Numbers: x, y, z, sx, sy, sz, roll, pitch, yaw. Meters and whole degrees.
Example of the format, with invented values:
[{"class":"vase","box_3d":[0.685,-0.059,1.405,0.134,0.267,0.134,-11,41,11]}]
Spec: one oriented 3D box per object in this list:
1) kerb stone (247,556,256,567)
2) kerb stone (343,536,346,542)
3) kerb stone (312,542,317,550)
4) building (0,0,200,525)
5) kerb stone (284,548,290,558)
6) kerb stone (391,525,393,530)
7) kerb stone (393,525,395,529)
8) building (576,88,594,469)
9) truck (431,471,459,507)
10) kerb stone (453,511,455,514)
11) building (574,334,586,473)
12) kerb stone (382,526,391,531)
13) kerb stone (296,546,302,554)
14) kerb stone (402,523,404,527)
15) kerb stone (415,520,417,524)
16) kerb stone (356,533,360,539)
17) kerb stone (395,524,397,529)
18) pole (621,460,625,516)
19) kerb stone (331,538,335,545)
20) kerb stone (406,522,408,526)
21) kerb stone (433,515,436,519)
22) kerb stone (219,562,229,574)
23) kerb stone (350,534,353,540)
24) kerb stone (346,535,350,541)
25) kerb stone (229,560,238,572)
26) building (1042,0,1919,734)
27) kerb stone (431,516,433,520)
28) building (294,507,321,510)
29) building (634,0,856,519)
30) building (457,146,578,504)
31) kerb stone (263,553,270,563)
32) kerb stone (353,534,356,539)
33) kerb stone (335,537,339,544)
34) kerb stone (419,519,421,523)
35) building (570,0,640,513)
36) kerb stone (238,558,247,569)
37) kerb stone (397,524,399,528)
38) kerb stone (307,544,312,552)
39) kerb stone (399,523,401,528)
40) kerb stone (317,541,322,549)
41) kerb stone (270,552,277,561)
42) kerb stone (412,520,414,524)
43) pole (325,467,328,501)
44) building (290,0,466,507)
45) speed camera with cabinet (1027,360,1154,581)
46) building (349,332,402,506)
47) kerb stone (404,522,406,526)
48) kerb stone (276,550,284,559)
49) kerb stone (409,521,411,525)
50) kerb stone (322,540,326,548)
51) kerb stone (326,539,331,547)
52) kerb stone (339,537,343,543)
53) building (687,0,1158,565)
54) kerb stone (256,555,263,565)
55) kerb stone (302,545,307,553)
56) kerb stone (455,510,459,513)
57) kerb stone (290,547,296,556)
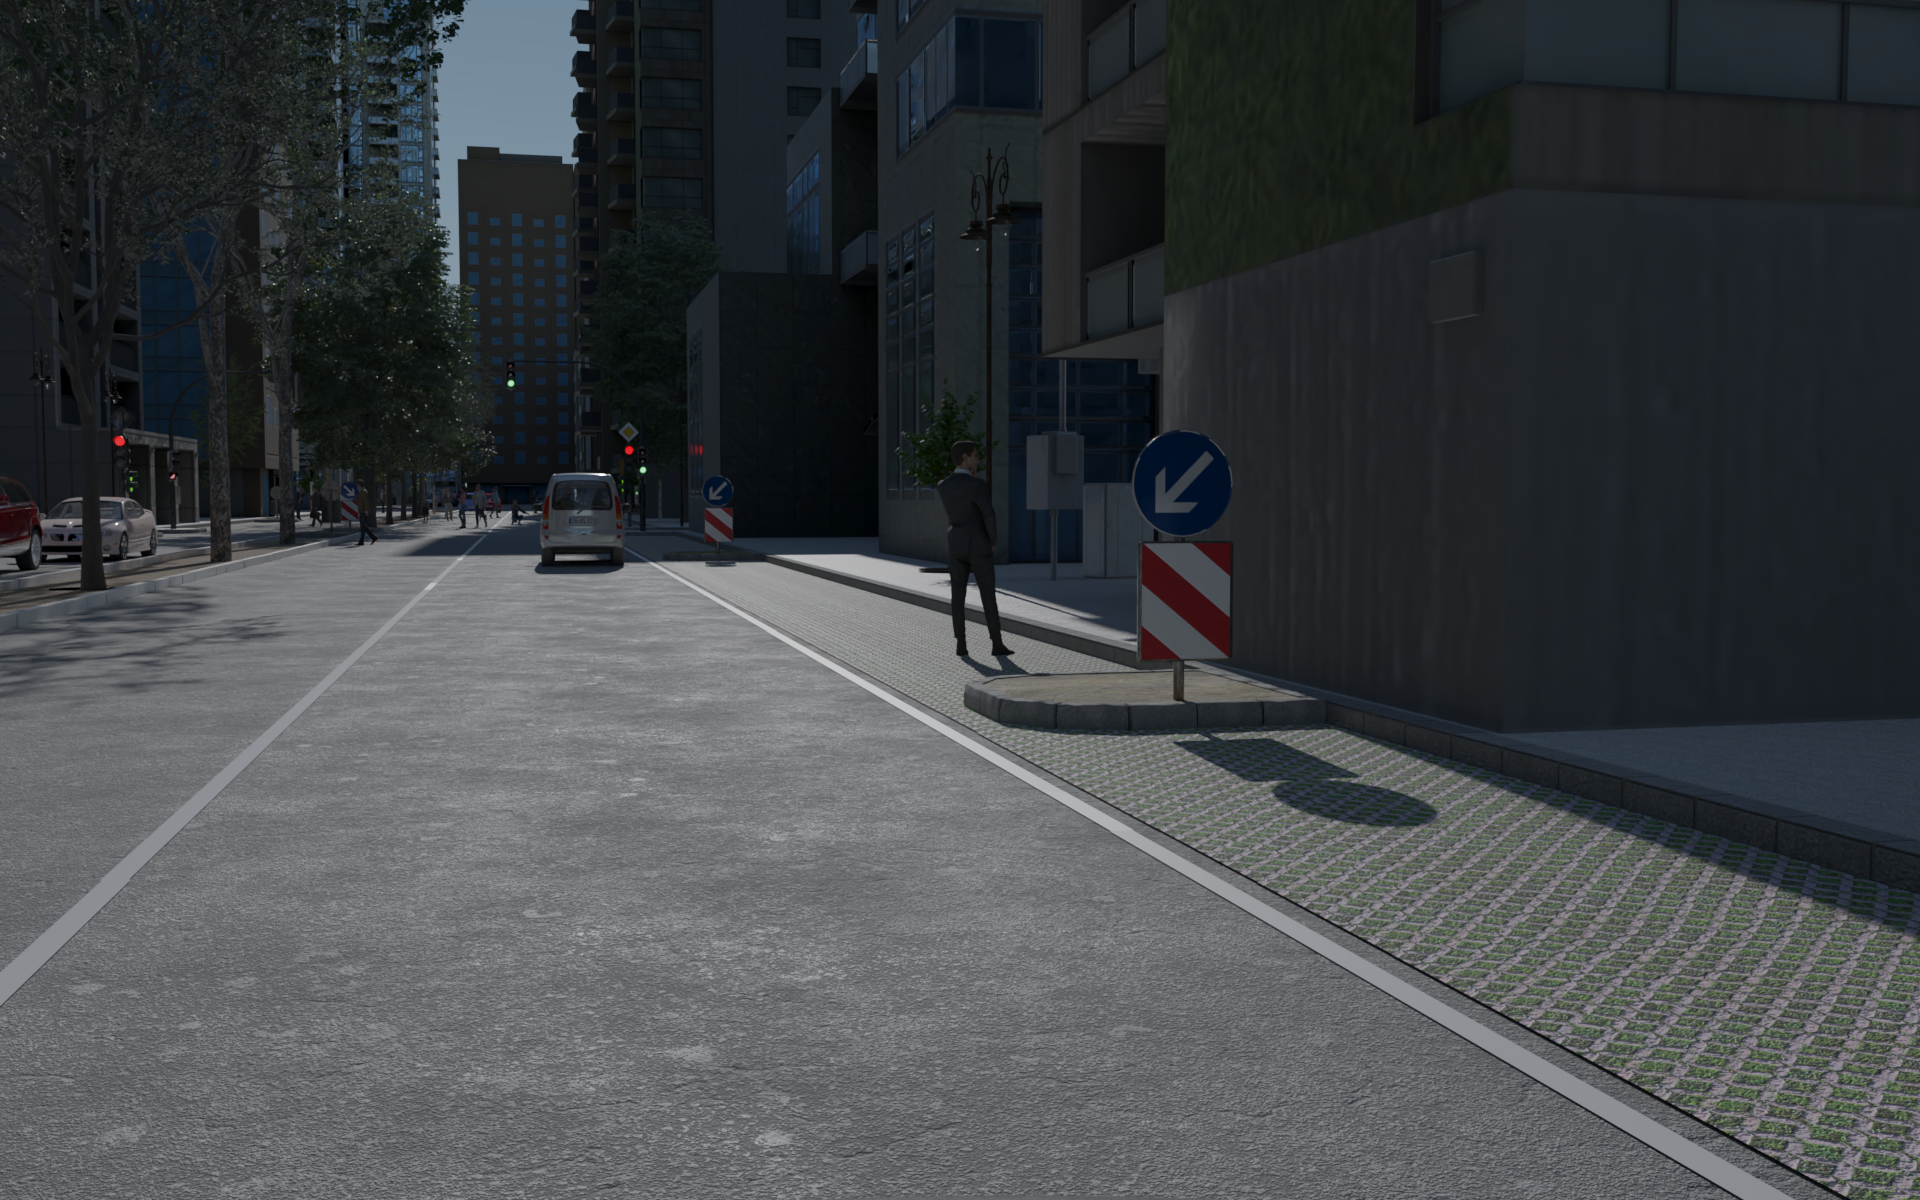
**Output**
[{"class":"kerb stone","box_3d":[-14.065,-0.728,34.105,0.120,0.150,1.000,-1,4,-14]},{"class":"kerb stone","box_3d":[-18.267,-1.763,51.028,0.120,0.150,1.000,-1,4,-14]},{"class":"kerb stone","box_3d":[-16.546,-1.337,44.058,0.120,0.150,1.000,-1,4,-14]},{"class":"building","box_3d":[-43.113,-38.584,69.109,20.563,71.187,20.611,-1,4,-14]},{"class":"kerb stone","box_3d":[-15.308,-1.034,39.094,0.120,0.150,1.000,-1,4,-14]},{"class":"kerb stone","box_3d":[-22.602,-2.829,68.443,0.120,0.150,1.000,-1,4,-14]},{"class":"kerb stone","box_3d":[-22.850,-2.887,69.435,0.120,0.150,1.000,-1,4,-14]},{"class":"building","box_3d":[-32.021,-32.475,181.084,14.600,45.320,14.200,-1,4,-14]},{"class":"truck","box_3d":[-60.153,-13.028,202.761,2.967,4.110,18.799,-1,4,-16]},{"class":"kerb stone","box_3d":[-36.463,-6.239,124.239,0.120,0.150,1.000,-1,4,-14]},{"class":"building","box_3d":[-30.956,-21.973,204.293,27.650,21.520,28.899,-1,4,-14]},{"class":"kerb stone","box_3d":[-22.360,-2.765,67.450,0.120,0.150,1.000,-1,4,-14]},{"class":"kerb stone","box_3d":[-15.804,-1.155,41.079,0.120,0.150,1.000,-1,4,-14]},{"class":"kerb stone","box_3d":[-24.087,-3.191,74.414,0.120,0.150,1.000,-1,4,-14]},{"class":"kerb stone","box_3d":[-26.072,-3.682,82.401,0.120,0.150,1.000,-1,4,-14]},{"class":"kerb stone","box_3d":[-19.263,-2.006,55.012,0.120,0.150,1.000,-1,4,-14]},{"class":"kerb stone","box_3d":[-23.088,-2.950,70.432,0.120,0.150,1.000,-1,4,-14]},{"class":"pole","box_3d":[-19.926,-6.632,102.281,0.158,3.312,0.155,0,3,0]},{"class":"kerb stone","box_3d":[-17.537,-1.579,48.044,0.120,0.150,1.000,-1,4,-14]},{"class":"kerb stone","box_3d":[-24.582,-3.316,76.412,0.120,0.150,1.000,-1,4,-14]},{"class":"kerb stone","box_3d":[-30.283,-4.718,99.342,0.120,0.150,1.000,-1,4,-14]},{"class":"kerb stone","box_3d":[-13.327,-0.545,31.103,0.120,0.150,1.000,-1,4,-14]},{"class":"kerb stone","box_3d":[-18.768,-1.885,53.016,0.120,0.150,1.000,-1,4,-14]},{"class":"kerb stone","box_3d":[-18.522,-1.820,52.018,0.120,0.150,1.000,-1,4,-14]},{"class":"kerb stone","box_3d":[-13.574,-0.604,32.110,0.120,0.150,1.000,-1,4,-14]},{"class":"building","box_3d":[8.062,-20.350,16.321,14.154,41.232,14.086,-1,4,-14]},{"class":"kerb stone","box_3d":[-29.533,-4.536,96.352,0.120,0.150,1.000,-1,4,-14]},{"class":"building","box_3d":[-63.527,-51.007,146.630,22.319,86.520,31.000,-1,4,-14]},{"class":"building","box_3d":[-11.191,-19.925,97.481,14.160,30.474,14.107,-1,4,-14]},{"class":"building","box_3d":[-57.863,-35.289,227.085,14.200,45.320,14.600,-1,4,-14]},{"class":"kerb stone","box_3d":[-14.574,-0.844,36.108,0.120,0.150,1.000,-1,4,-14]},{"class":"kerb stone","box_3d":[-19.021,-1.946,54.012,0.120,0.150,1.000,-1,4,-14]},{"class":"kerb stone","box_3d":[-17.775,-1.642,49.038,0.120,0.150,1.000,-1,4,-14]},{"class":"kerb stone","box_3d":[-26.817,-3.865,85.388,0.120,0.150,1.000,-1,4,-14]},{"class":"building","box_3d":[-17.304,-28.984,128.514,22.147,44.769,28.867,-1,4,-14]},{"class":"kerb stone","box_3d":[-13.824,-0.667,33.101,0.120,0.150,1.000,-1,4,-14]},{"class":"kerb stone","box_3d":[-23.346,-3.011,71.421,0.120,0.150,1.000,-1,4,-14]},{"class":"kerb stone","box_3d":[-16.294,-1.272,43.067,0.120,0.150,1.000,-1,4,-14]},{"class":"kerb stone","box_3d":[-23.586,-3.070,72.415,0.120,0.150,1.000,-1,4,-14]},{"class":"kerb stone","box_3d":[-16.796,-1.395,45.049,0.120,0.150,1.000,-1,4,-14]},{"class":"kerb stone","box_3d":[-14.816,-0.903,37.102,0.120,0.150,1.000,-1,4,-14]},{"class":"kerb stone","box_3d":[-25.574,-3.560,80.394,0.120,0.150,1.000,-1,4,-14]},{"class":"pole","box_3d":[-45.938,-8.058,125.598,0.158,3.312,0.155,0,3,0]},{"class":"building","box_3d":[-80.953,-55.751,224.204,31.000,86.520,22.319,-1,4,-14]},{"class":"speed camera with cabinet","box_3d":[1.979,-1.946,26.149,2.038,3.252,0.660,-2,4,-34]},{"class":"building","box_3d":[-78.347,-21.271,192.826,28.899,21.520,27.650,-1,4,-14]},{"class":"kerb stone","box_3d":[-24.335,-3.252,75.413,0.120,0.150,1.000,-1,4,-14]},{"class":"kerb stone","box_3d":[-15.063,-0.973,38.102,0.120,0.150,1.000,-1,4,-14]},{"class":"kerb stone","box_3d":[-25.080,-3.438,78.407,0.120,0.150,1.000,-1,4,-14]},{"class":"kerb stone","box_3d":[-17.042,-1.458,46.041,0.120,0.150,1.000,-1,4,-14]},{"class":"kerb stone","box_3d":[-17.282,-1.518,47.042,0.120,0.150,1.000,-1,4,-14]},{"class":"kerb stone","box_3d":[-18.029,-1.703,50.034,0.120,0.150,1.000,-1,4,-14]},{"class":"building","box_3d":[5.074,-44.828,45.608,22.319,86.520,31.000,-1,4,-14]},{"class":"kerb stone","box_3d":[-14.323,-0.790,35.110,0.120,0.150,1.000,-1,4,-14]},{"class":"kerb stone","box_3d":[-16.047,-1.216,42.072,0.120,0.150,1.000,-1,4,-14]},{"class":"kerb stone","box_3d":[-38.684,-6.782,133.188,0.120,0.150,1.000,-1,4,-14]},{"class":"kerb stone","box_3d":[-15.554,-1.088,40.086,0.120,0.150,1.000,-1,4,-14]}]
